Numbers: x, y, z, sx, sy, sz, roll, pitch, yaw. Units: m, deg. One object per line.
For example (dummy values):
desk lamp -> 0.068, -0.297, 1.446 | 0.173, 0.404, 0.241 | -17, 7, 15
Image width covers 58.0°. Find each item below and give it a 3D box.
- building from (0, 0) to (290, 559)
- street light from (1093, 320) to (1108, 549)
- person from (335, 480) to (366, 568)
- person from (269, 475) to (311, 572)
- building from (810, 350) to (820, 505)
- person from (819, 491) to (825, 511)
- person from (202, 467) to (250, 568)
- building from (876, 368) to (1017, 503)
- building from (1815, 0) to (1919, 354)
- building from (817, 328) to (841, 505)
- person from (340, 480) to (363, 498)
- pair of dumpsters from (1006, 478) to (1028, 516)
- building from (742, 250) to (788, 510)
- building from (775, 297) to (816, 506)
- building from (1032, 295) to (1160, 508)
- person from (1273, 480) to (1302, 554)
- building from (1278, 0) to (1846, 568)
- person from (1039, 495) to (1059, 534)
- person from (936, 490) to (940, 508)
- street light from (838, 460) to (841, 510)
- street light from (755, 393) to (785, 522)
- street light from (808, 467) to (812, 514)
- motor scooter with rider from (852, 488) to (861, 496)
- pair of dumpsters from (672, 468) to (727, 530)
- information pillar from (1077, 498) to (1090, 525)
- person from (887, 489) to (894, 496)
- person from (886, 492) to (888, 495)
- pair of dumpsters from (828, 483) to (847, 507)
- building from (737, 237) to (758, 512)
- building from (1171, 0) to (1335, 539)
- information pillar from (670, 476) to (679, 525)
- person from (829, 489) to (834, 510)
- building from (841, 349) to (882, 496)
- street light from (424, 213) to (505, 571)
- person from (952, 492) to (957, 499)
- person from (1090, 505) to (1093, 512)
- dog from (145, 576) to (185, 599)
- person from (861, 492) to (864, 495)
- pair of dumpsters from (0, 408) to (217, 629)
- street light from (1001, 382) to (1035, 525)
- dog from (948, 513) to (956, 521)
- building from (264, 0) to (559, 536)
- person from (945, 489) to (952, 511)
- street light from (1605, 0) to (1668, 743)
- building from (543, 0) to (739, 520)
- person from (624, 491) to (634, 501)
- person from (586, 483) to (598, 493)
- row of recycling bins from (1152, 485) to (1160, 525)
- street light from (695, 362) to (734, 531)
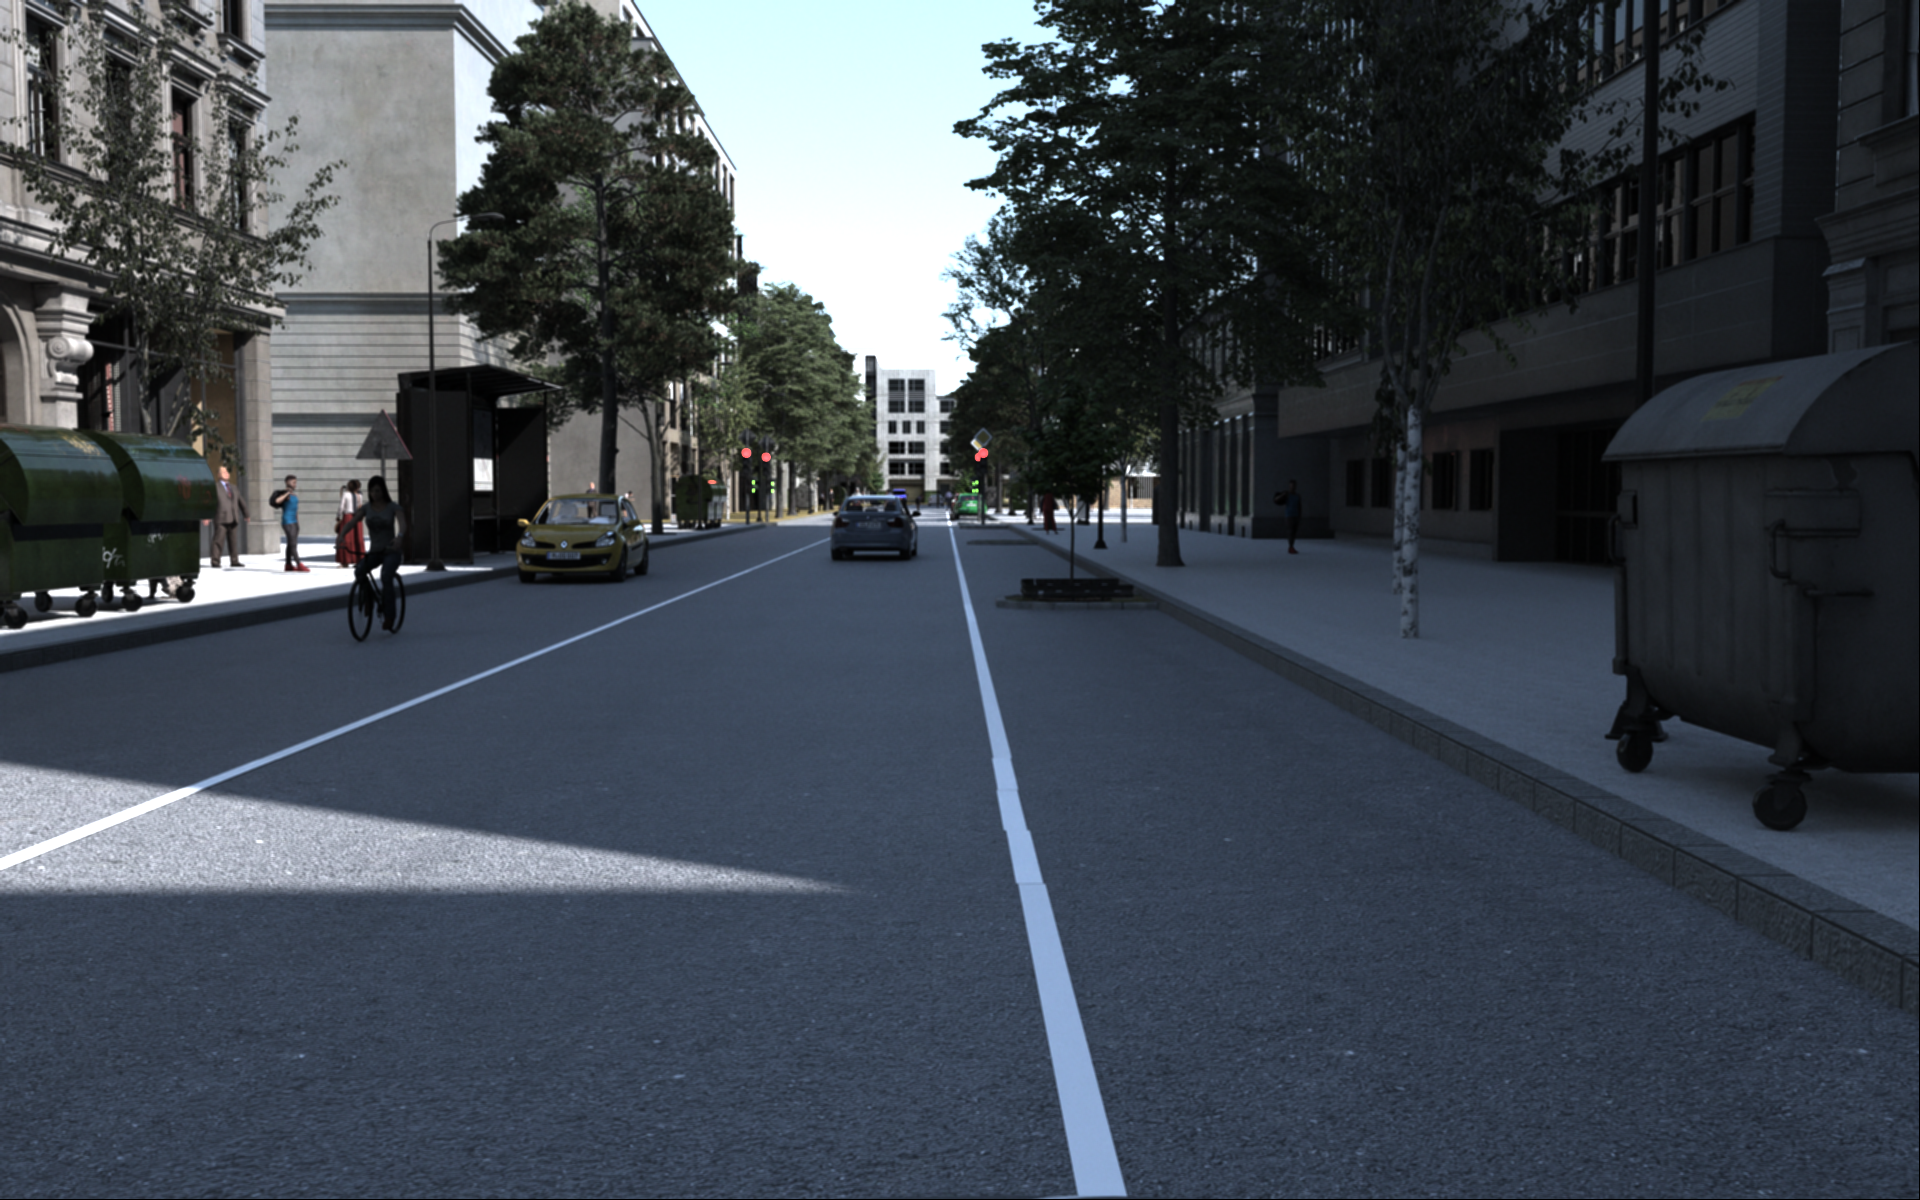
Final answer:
building -> -18.909, -10.155, 16.945 | 10.553, 20.767, 40.483 | 0, 4, -1
street light -> 2.757, -4.157, 40.506 | 1.470, 5.913, 1.316 | 0, 4, -1
person -> -10.567, -1.316, 30.027 | 0.523, 1.526, 0.387 | -3, 4, -37
person -> -11.041, -1.263, 28.570 | 0.662, 1.594, 0.647 | 0, 4, -6
building -> -23.797, -20.570, 192.745 | 16.016, 20.091, 11.380 | 0, 4, -1
person -> -10.567, -7.635, 133.082 | 0.590, 1.554, 0.614 | 2, 4, 27
person -> -12.804, -1.449, 30.284 | 0.434, 1.755, 0.990 | 2, 4, 31
building -> 3.922, -23.597, 252.269 | 31.486, 18.905, 16.747 | 0, 4, -1
building -> 13.674, -9.752, 8.591 | 9.793, 20.994, 18.267 | 0, 4, -1
building -> -32.133, -22.524, 212.242 | 32.646, 21.610, 27.936 | 0, 4, -1
person -> -15.500, -2.240, 44.119 | 0.566, 1.644, 0.517 | -3, 4, -36
pair of dumpsters -> 3.543, -6.082, 101.937 | 1.574, 2.255, 4.436 | 0, 4, -1
building -> -20.300, -17.667, 143.609 | 10.420, 20.320, 16.860 | 0, 4, -1
building -> -23.746, -18.623, 170.942 | 16.747, 18.905, 31.486 | 0, 4, -1
building -> 15.089, -18.928, 165.889 | 16.016, 20.091, 11.380 | 0, 4, -1
person -> 7.131, -1.805, 37.425 | 0.647, 1.594, 0.662 | -2, 4, -30
building -> 15.913, -13.068, 32.728 | 14.314, 24.678, 30.058 | 0, 4, -1
person -> 2.852, -2.919, 55.480 | 0.593, 1.614, 0.444 | 2, 4, 25
person -> -2.243, -10.428, 178.992 | 0.705, 1.824, 1.348 | 0, 4, 2
street light -> -9.413, -10.447, 143.348 | 1.470, 5.913, 1.316 | 0, 4, -1
street light -> -8.745, -6.573, 80.006 | 1.470, 5.913, 1.316 | 0, 4, -1
street light -> -9.138, -8.503, 111.570 | 1.470, 5.913, 1.316 | 0, 4, -1
motor scooter with rider -> -4.998, -4.533, 83.082 | 0.876, 1.779, 1.986 | 0, 4, -2
pair of dumpsters -> -9.608, -3.756, 63.911 | 1.574, 2.255, 4.436 | 0, 4, 0
information pillar -> 5.108, -4.920, 71.757 | 0.184, 3.620, 1.656 | -1, 4, -9
person -> -3.960, -5.364, 97.139 | 0.756, 1.711, 0.436 | -3, 4, -37
person -> -5.770, -7.666, 135.908 | 0.516, 1.574, 0.319 | 0, 4, 8
pair of dumpsters -> -10.419, -8.836, 146.963 | 1.574, 2.255, 4.436 | 0, 4, -1
building -> -21.737, -18.147, 126.373 | 12.332, 23.373, 15.834 | 0, 4, -1
building -> 12.921, -12.758, 57.741 | 9.793, 20.994, 18.267 | 0, 4, -1
information pillar -> -11.743, -4.089, 71.353 | 0.304, 2.012, 0.304 | 0, 4, 6
person -> -10.493, -8.091, 139.134 | 0.742, 1.727, 0.445 | -1, 4, -15
building -> -28.199, -25.302, 257.658 | 32.646, 21.610, 27.936 | 0, 4, -1
street light -> -8.230, -3.441, 28.794 | 1.470, 5.913, 1.316 | 0, 4, -1
person -> -0.416, -9.530, 164.311 | 0.705, 1.824, 1.348 | -1, 4, -22
person -> 9.437, -7.200, 126.952 | 0.628, 1.438, 0.799 | 3, 4, 39
dog -> -9.677, -0.412, 21.115 | 0.800, 0.831, 0.513 | 3, 4, 37
person -> -13.098, -13.796, 234.610 | 0.990, 1.755, 0.434 | -2, 4, -28
pair of dumpsters -> -9.519, -0.970, 18.346 | 1.574, 2.255, 4.436 | 0, 4, -1
street light -> 2.412, -6.087, 72.070 | 1.470, 5.913, 1.316 | 0, 4, -1
dog -> -0.480, -4.447, 92.908 | 0.550, 0.427, 0.748 | 1, 4, 17
building -> -32.211, -14.680, 59.104 | 34.723, 24.649, 14.460 | 0, 4, -1
person -> -0.926, -8.374, 145.285 | 0.709, 1.838, 0.599 | 0, 4, -2
street light -> 3.021, -2.226, 8.941 | 1.470, 5.913, 1.316 | 0, 4, -1
building -> -24.603, -18.124, 100.847 | 19.350, 26.468, 34.151 | 0, 4, -1
person -> -16.248, -4.583, 84.165 | 0.799, 1.438, 0.628 | -1, 4, -17
person -> -15.345, -4.012, 72.187 | 0.990, 1.755, 0.434 | 2, 4, 26
row of recycling bins -> 9.798, -3.989, 72.339 | 3.534, 1.692, 1.069 | 0, 4, 5
street light -> -8.635, -5.406, 60.927 | 1.470, 5.913, 1.316 | 0, 4, -1
